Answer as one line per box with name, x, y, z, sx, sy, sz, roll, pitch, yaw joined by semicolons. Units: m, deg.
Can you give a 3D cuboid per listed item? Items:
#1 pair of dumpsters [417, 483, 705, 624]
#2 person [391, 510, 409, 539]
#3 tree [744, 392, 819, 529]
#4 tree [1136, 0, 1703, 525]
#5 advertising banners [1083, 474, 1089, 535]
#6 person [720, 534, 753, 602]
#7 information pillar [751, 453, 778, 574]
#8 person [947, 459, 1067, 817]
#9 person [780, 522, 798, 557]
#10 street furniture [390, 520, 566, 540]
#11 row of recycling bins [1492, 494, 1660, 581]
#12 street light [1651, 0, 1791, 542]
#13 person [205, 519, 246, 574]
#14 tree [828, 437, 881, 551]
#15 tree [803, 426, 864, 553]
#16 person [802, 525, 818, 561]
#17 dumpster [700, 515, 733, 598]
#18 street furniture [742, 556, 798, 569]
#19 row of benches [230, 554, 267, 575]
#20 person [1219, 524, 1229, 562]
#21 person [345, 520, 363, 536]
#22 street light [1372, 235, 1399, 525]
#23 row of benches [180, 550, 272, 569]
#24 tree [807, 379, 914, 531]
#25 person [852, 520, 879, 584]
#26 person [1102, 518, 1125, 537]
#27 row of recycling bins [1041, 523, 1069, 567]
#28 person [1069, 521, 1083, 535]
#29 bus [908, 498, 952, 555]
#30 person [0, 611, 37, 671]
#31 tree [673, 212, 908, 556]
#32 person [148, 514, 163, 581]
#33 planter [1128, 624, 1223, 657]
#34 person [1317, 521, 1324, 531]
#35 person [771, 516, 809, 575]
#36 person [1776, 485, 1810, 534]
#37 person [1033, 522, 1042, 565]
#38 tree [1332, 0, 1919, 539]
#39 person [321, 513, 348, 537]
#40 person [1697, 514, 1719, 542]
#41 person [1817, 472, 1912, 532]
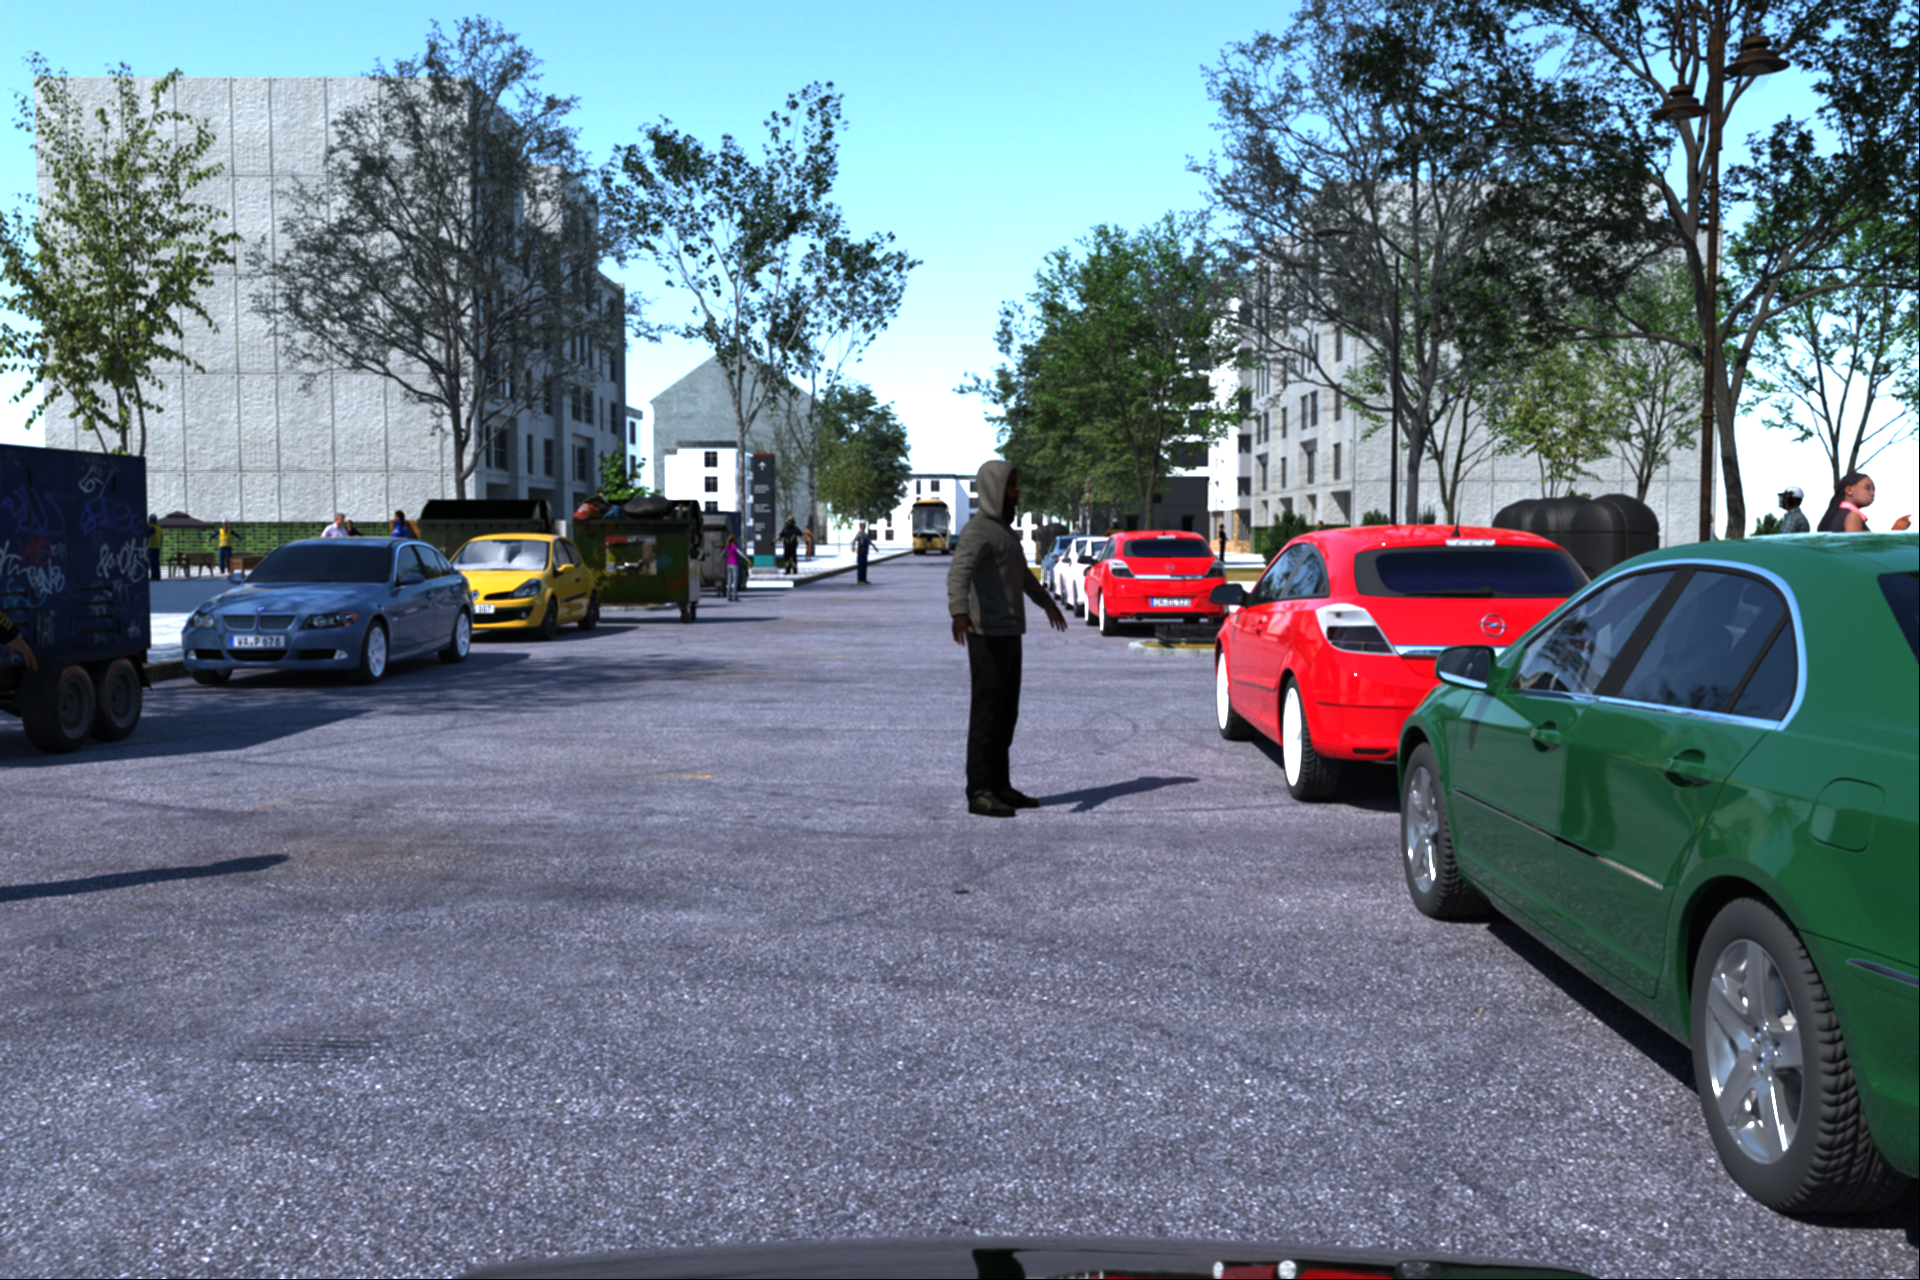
pair of dumpsters;-6.420;-1.410;28.008;4.436;2.255;1.574;0;4;1
person;-12.974;-2.082;40.023;0.704;1.831;1.345;0;4;0
tree;-8.679;-8.483;89.063;4.360;8.622;3.978;0;3;0
tree;9.009;-7.571;34.162;12.009;13.543;11.850;0;3;0
advertising banners;3.741;-3.381;51.469;0.090;3.025;2.074;0;4;1
person;-4.768;-1.529;36.728;0.991;1.433;0.599;3;5;40
information pillar;-6.312;-4.069;55.908;0.750;3.857;0.750;0;4;3
person;0.210;-0.021;8.927;0.705;1.813;1.348;2;4;24
person;-7.632;-4.308;76.664;0.704;1.802;1.346;-3;5;-40
street furniture;-13.868;-2.923;54.638;9.812;1.723;11.010;0;4;5
row of recycling bins;6.706;-0.739;19.193;1.069;1.692;3.534;0;4;1
street light;6.043;-2.517;13.947;0.468;5.910;1.993;0;4;1
person;-23.498;-2.995;55.436;1.216;1.772;0.721;-2;4;-28
tree;-8.225;-11.100;131.853;4.737;8.622;4.395;0;3;0
tree;-8.364;-10.225;117.537;4.737;8.622;4.395;0;3;0
person;-7.164;-4.638;82.636;0.721;1.733;1.217;-3;5;-42
dumpster;-6.109;-1.896;39.214;1.865;1.857;1.264;0;4;1
street furniture;-11.128;-3.080;65.981;5.734;0.657;10.072;-3;5;-44
row of benches;-21.263;-2.436;55.293;1.422;0.672;4.104;2;4;34
person;12.159;-4.467;79.760;0.721;1.740;1.216;1;4;23
person;-23.083;-3.630;65.533;1.347;1.806;0.705;0;4;-4
street light;7.170;-3.293;26.381;1.470;5.913;1.316;0;4;1
row of benches;-27.387;-3.050;65.338;4.104;0.672;1.422;-3;5;-43
tree;-7.950;-14.358;141.416;9.857;13.997;8.962;0;3;0
person;-2.764;-2.523;49.564;0.705;1.847;1.347;2;4;28
person;5.610;-3.475;62.589;1.354;1.858;0.705;1;4;9
row of recycling bins;3.569;-3.588;65.769;1.069;1.692;3.534;0;4;1
person;5.237;-4.351;76.996;1.347;1.847;0.705;-1;4;-13
bus;-1.976;-8.035;122.915;2.896;3.916;12.252;0;4;1
person;-4.191;0.120;6.428;1.347;1.837;0.705;-2;4;-25
tree;-10.180;-15.102;102.804;12.611;20.169;13.585;0;3;0
person;-22.065;-2.531;47.344;0.705;1.833;1.349;0;4;-2
planter;3.082;0.001;21.128;1.991;0.319;1.994;0;4;0
person;14.351;-3.853;69.131;0.704;1.812;1.346;0;4;-2
person;-5.363;-3.005;54.905;1.354;1.856;0.705;1;4;22
person;9.674;-0.880;20.225;0.704;1.849;1.345;3;5;43
person;3.310;-4.022;72.024;0.705;1.796;1.348;-1;4;-22
tree;8.827;-5.219;19.751;8.767;10.594;7.601;-1;4;-15
person;-12.610;-1.722;35.136;0.436;1.711;0.756;3;4;38
person;19.416;-2.371;44.924;1.344;1.810;0.704;-3;5;-42
person;5.269;-0.158;10.104;0.415;1.643;0.593;-3;4;-38
